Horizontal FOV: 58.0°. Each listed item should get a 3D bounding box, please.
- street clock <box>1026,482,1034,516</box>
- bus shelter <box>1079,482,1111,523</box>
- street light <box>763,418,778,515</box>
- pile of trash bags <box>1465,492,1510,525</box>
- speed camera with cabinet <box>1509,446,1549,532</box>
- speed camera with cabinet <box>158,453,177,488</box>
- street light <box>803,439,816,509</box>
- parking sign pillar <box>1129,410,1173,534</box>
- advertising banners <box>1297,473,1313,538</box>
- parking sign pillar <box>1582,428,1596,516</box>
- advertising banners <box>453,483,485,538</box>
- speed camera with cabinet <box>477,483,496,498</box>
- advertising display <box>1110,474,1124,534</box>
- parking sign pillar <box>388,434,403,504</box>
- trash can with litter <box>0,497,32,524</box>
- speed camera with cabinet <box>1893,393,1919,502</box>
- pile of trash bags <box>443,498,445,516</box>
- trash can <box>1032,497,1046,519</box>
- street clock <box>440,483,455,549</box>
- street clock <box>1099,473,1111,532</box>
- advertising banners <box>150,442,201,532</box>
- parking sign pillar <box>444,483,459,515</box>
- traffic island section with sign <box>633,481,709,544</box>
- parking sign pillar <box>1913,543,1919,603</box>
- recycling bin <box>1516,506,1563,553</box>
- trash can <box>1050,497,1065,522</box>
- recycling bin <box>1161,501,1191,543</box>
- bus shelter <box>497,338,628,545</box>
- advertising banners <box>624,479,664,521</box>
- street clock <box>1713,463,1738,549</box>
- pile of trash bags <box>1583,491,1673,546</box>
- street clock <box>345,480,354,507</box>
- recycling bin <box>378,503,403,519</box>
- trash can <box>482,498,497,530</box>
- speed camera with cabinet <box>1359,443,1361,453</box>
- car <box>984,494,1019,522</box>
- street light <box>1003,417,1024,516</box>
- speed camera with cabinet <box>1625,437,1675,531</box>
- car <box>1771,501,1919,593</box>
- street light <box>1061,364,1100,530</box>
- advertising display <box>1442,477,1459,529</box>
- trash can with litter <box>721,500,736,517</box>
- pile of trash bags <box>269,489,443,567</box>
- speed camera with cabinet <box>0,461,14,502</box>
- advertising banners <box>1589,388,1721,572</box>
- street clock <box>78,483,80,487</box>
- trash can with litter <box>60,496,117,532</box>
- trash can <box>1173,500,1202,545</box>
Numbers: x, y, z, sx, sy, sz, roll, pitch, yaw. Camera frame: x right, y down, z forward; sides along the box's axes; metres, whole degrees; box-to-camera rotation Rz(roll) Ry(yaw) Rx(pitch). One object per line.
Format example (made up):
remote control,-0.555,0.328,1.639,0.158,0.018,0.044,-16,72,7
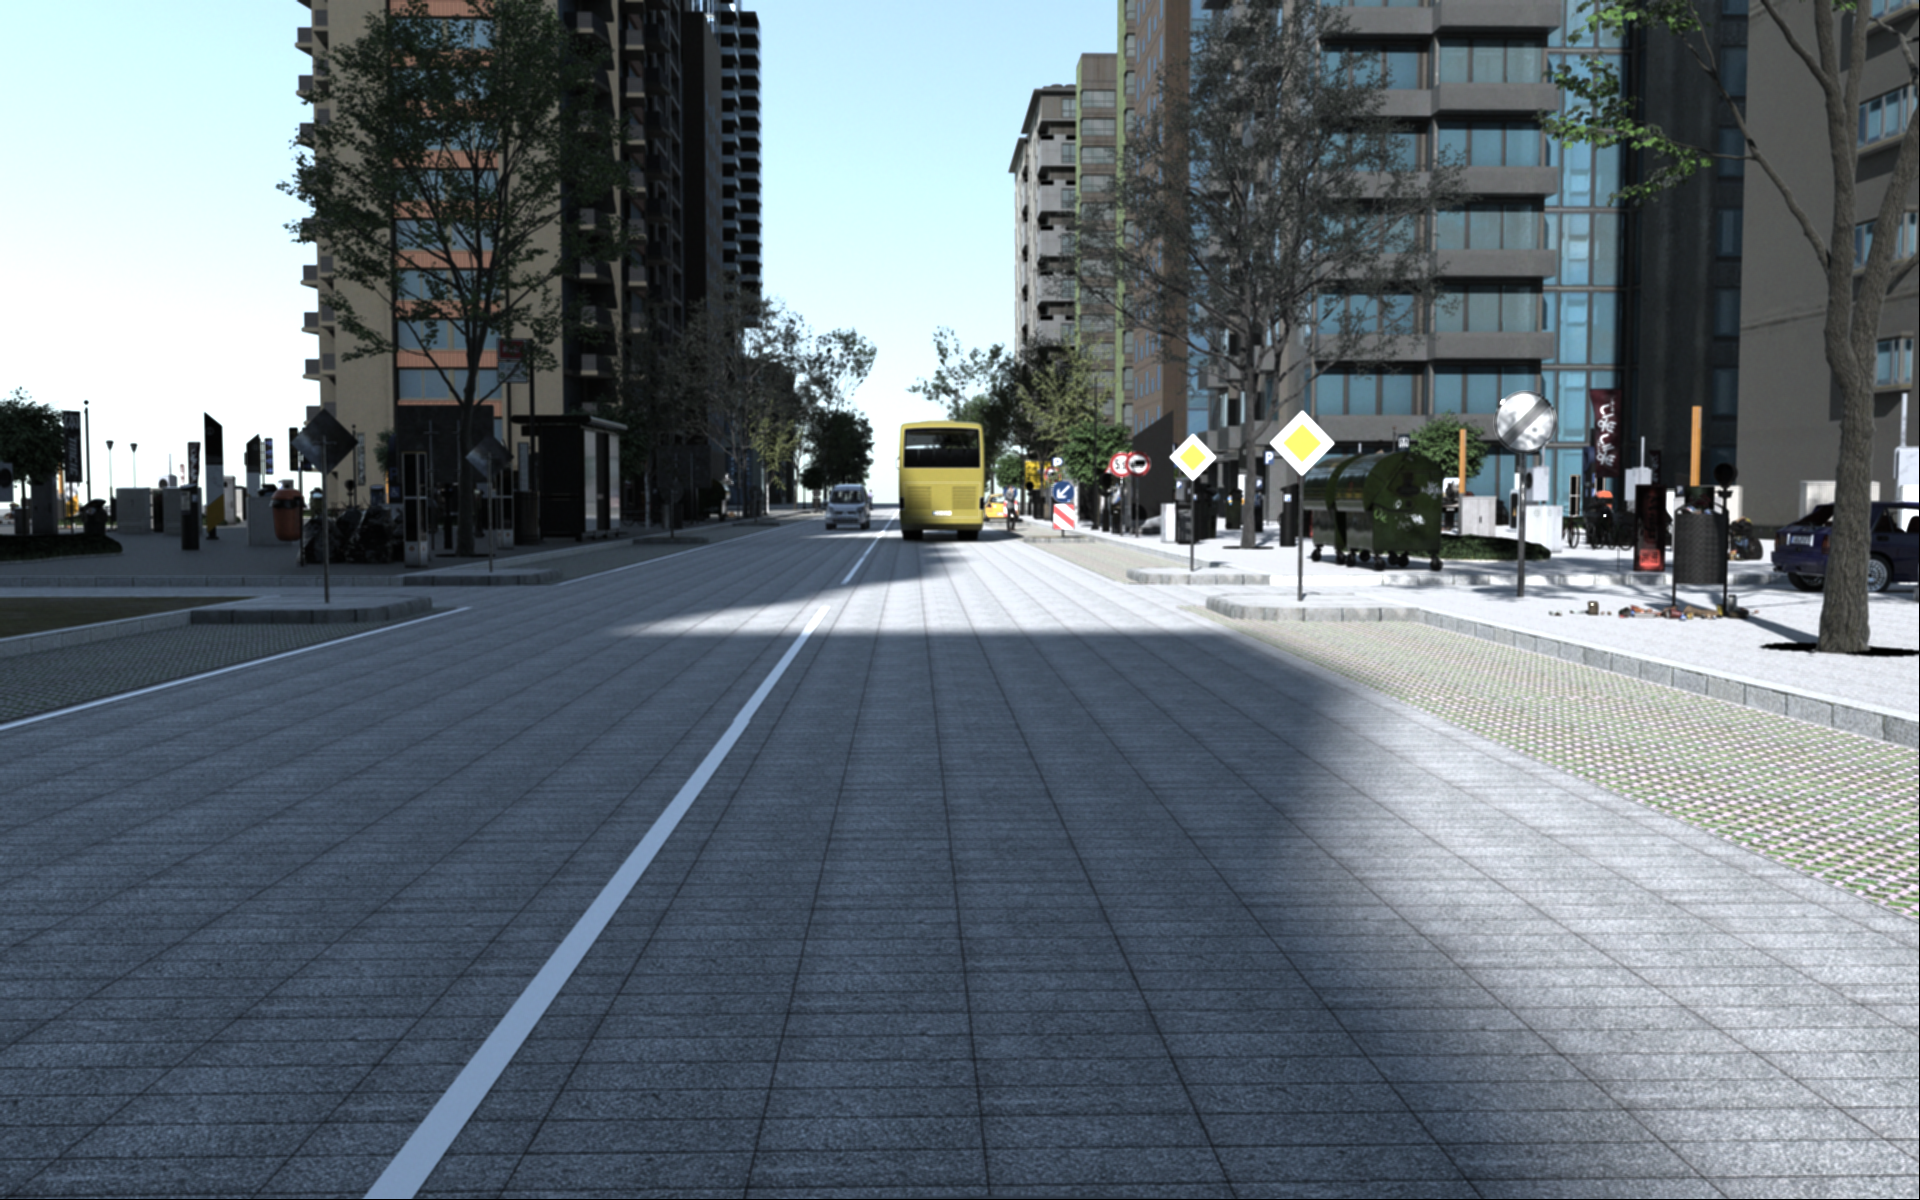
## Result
street clock,4.157,-6.036,103.254,0.471,2.002,0.358,0,4,7
bus shelter,6.319,-5.446,80.330,1.731,3.624,6.357,0,4,-2
street light,-11.281,-8.096,104.907,1.470,5.913,1.316,0,4,-2
pile of trash bags,21.336,-3.750,71.070,1.912,1.369,3.447,2,4,34
speed camera with cabinet,19.018,-3.885,57.858,0.660,3.252,2.038,0,4,-3
speed camera with cabinet,-38.603,-5.435,83.201,2.038,3.252,0.660,1,4,20
street light,-12.584,-10.600,145.849,1.470,5.913,1.316,0,4,-2
parking sign pillar,6.167,-4.104,55.567,1.447,3.967,1.447,0,4,2
advertising banners,10.269,-3.303,50.194,0.090,3.025,2.074,-1,4,-21
parking sign pillar,25.655,-5.005,70.301,1.447,3.967,1.447,0,4,6
advertising banners,-14.667,-3.383,51.494,0.090,3.025,2.074,-3,5,-42
speed camera with cabinet,-22.241,-5.348,81.772,0.660,3.252,2.038,0,4,2
advertising display,5.035,-3.074,55.475,0.123,1.923,0.974,-1,4,-14
parking sign pillar,-17.730,-4.077,55.130,1.447,3.967,1.447,0,4,7
trash can with litter,-41.085,-3.940,75.485,2.233,1.210,1.678,-2,4,-34
speed camera with cabinet,18.388,-2.385,33.326,0.660,3.252,2.038,2,4,25
pile of trash bags,-28.953,-5.243,95.471,1.912,1.369,3.447,-1,4,-11
trash can,4.019,-4.664,87.906,0.748,1.137,0.748,0,3,0
street clock,-11.975,-2.196,40.480,0.358,2.002,0.471,-1,4,-18
street clock,4.957,-3.315,58.767,0.471,2.002,0.358,-2,4,-29
advertising banners,-26.278,-3.784,58.054,2.074,3.025,0.090,1,4,17
parking sign pillar,-23.053,-5.538,79.017,1.447,3.967,1.447,1,4,10
traffic island section with sign,-8.334,-2.540,50.149,1.989,1.847,2.006,0,4,-2
parking sign pillar,12.053,-1.946,20.283,1.447,3.967,1.447,-3,5,-42
recycling bin,12.665,-1.547,37.856,0.722,1.027,0.722,-3,4,-38
trash can,4.329,-3.954,76.293,0.748,1.137,0.748,0,3,0
recycling bin,5.694,-2.014,45.478,0.722,1.027,0.722,0,4,-7
bus shelter,-10.898,-4.267,47.396,2.179,5.291,8.768,0,4,-2
advertising banners,-14.913,-5.228,81.671,2.074,3.025,0.090,-1,4,-21
street clock,17.791,-2.185,40.294,0.358,2.002,0.471,-3,5,-44
pile of trash bags,16.864,-2.106,44.190,1.912,1.369,3.447,0,4,1
street clock,-30.864,-5.083,87.679,0.358,2.002,0.471,2,4,32
recycling bin,-15.033,-2.058,46.206,0.722,1.027,0.722,0,4,4
trash can,-17.042,-3.122,62.702,0.748,1.137,0.748,0,3,0
speed camera with cabinet,15.532,-4.419,66.588,0.660,3.252,2.038,1,4,14
car,2.051,-4.796,88.639,2.015,1.641,3.980,0,4,-2
street light,3.148,-8.009,103.480,1.470,5.913,1.316,0,4,-2
speed camera with cabinet,24.142,-4.032,60.252,2.038,3.252,0.660,-1,4,-20
car,13.963,-0.762,25.034,3.894,1.354,1.945,0,4,-3
street light,4.319,-5.479,62.121,1.470,5.913,1.316,0,4,-2
advertising display,18.137,-3.605,64.162,0.974,1.923,0.123,-2,4,-24
trash can with litter,-12.952,-5.167,95.871,1.055,1.170,0.624,-3,4,-36
pile of trash bags,-11.474,-1.366,32.086,1.912,1.369,3.447,1,4,17
speed camera with cabinet,-26.913,-3.254,47.532,0.660,3.252,2.038,0,4,8
advertising banners,11.442,-1.982,28.586,2.074,3.025,0.090,1,4,12
street clock,-44.694,-5.068,87.433,0.471,2.002,0.358,-2,4,-29
trash can with litter,-29.313,-2.960,59.453,1.678,1.210,2.233,0,4,6
trash can,5.802,-1.992,44.218,0.748,1.137,0.748,0,3,0
